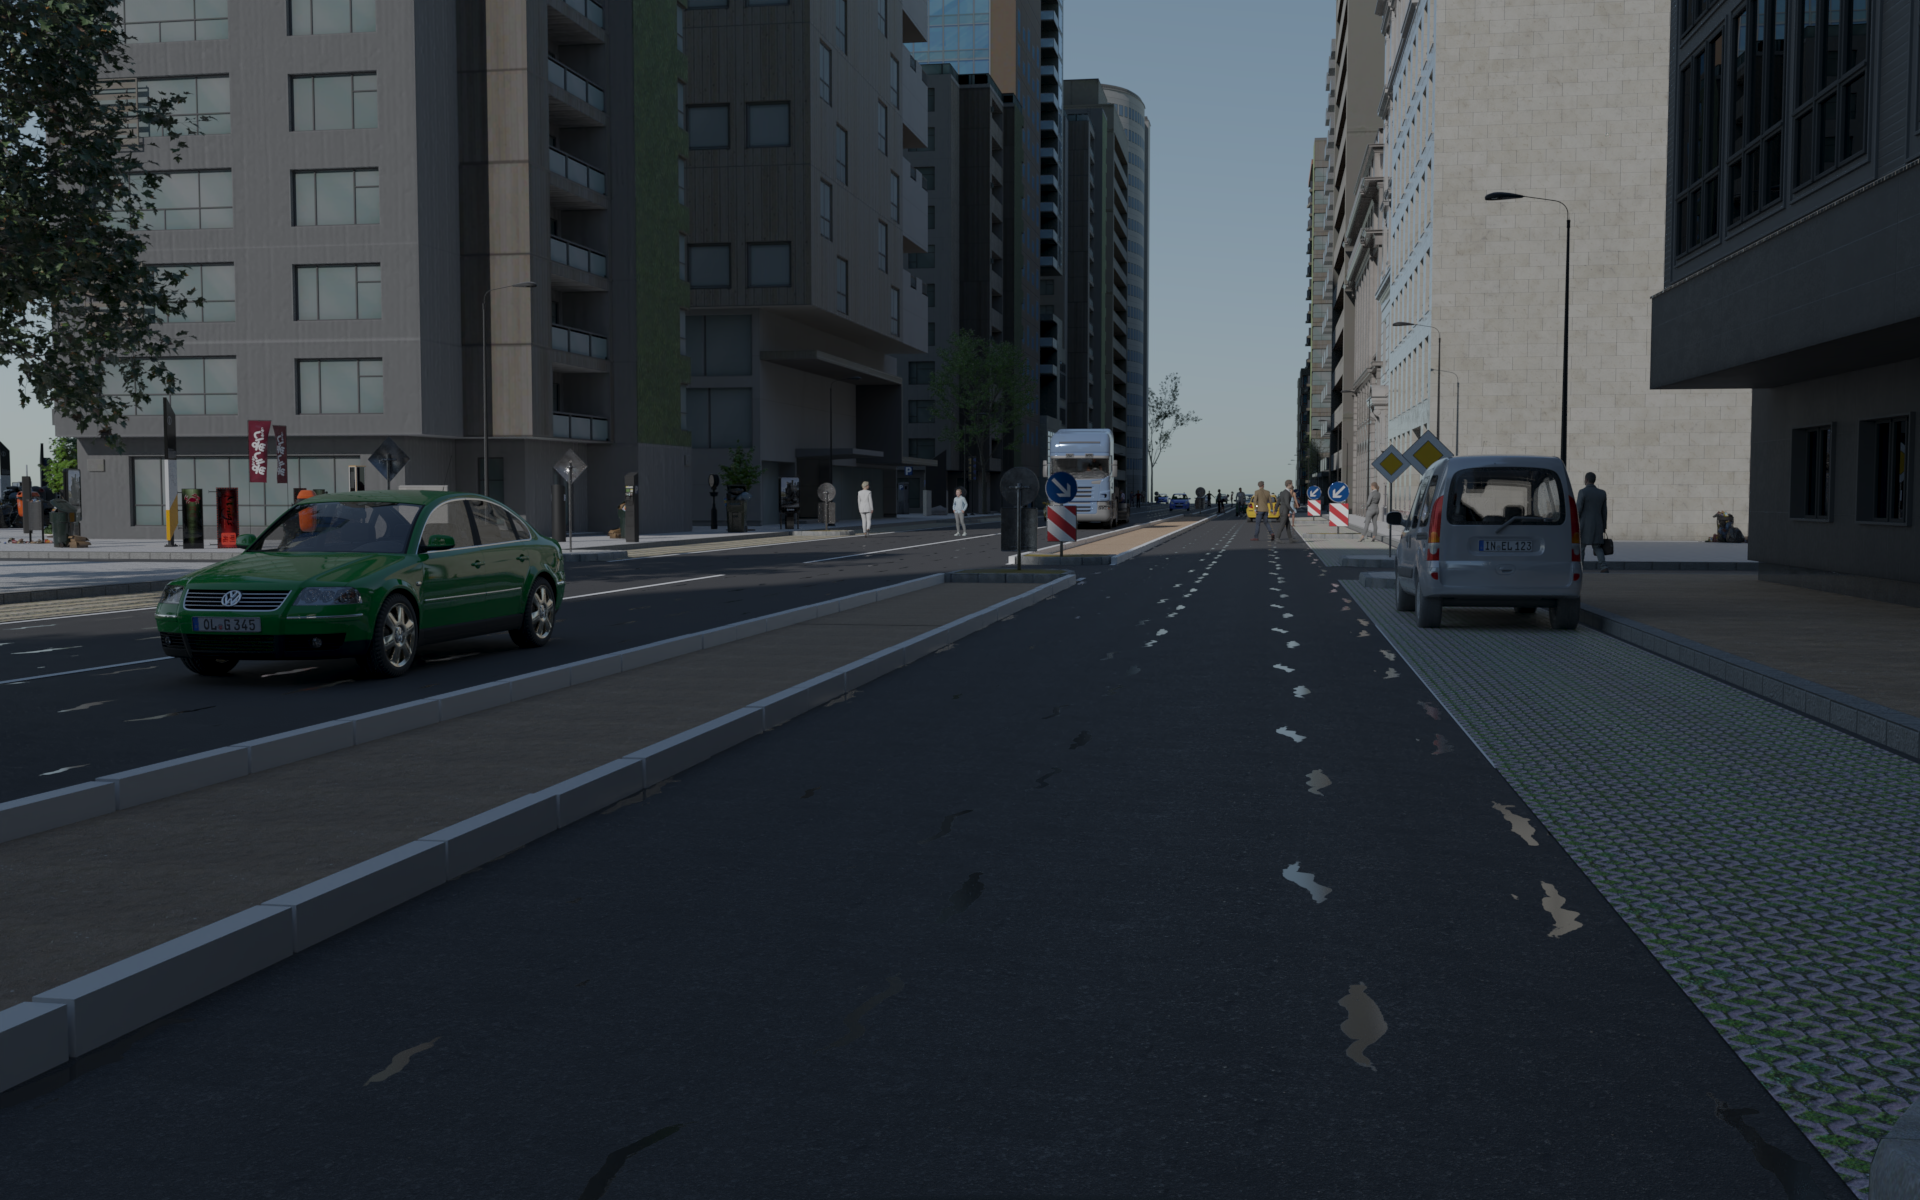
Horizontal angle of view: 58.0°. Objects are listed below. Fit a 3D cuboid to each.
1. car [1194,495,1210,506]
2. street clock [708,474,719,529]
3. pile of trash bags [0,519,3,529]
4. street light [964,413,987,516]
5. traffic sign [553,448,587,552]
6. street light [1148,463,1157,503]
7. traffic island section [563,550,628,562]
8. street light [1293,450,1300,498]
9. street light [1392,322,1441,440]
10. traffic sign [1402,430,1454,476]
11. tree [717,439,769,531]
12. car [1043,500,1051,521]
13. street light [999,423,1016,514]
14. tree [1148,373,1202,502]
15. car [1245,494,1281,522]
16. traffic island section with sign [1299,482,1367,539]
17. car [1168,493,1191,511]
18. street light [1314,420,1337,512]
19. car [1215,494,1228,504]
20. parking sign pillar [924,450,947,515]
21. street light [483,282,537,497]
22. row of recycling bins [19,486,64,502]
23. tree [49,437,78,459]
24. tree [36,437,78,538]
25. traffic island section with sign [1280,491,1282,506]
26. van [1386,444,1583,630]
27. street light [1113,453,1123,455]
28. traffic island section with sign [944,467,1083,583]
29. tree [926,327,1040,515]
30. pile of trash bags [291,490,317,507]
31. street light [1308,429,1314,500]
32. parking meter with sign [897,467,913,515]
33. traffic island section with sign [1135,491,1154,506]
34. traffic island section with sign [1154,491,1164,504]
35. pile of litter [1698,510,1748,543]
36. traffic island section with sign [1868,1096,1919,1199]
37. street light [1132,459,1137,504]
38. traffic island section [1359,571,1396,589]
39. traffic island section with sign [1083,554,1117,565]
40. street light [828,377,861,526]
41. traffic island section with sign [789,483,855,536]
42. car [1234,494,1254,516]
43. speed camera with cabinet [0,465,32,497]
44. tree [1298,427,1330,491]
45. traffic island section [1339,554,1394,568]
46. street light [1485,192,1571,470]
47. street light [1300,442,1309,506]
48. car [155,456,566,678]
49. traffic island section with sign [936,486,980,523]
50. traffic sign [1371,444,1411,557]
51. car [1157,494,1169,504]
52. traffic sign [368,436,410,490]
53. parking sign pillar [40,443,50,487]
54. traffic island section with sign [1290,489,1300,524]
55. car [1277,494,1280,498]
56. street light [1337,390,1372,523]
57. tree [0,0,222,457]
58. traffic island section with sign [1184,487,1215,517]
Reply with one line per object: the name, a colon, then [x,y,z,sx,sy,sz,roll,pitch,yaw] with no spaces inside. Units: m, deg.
car: [29.480,-12.098,210.168,2.083,1.381,4.827,1,4,11]
street clock: [-8.956,-3.577,63.051,0.358,2.002,0.471,-2,4,-33]
pile of trash bags: [-35.571,-3.368,64.821,3.447,1.369,1.912,3,5,40]
street light: [0.832,-7.760,99.411,1.470,5.913,1.316,1,4,10]
traffic sign: [-8.568,-2.106,38.073,0.795,2.450,0.064,1,4,10]
street light: [28.532,-17.393,256.922,1.470,5.913,1.316,1,4,10]
traffic island section: [-8.592,-0.970,38.139,2.009,0.180,2.903,1,4,10]
street light: [36.489,-12.942,184.137,1.470,5.913,1.316,1,4,10]
street light: [12.340,-4.537,46.727,1.470,5.913,1.316,1,4,10]
traffic sign: [7.321,-1.438,27.153,0.795,2.450,0.064,1,4,10]
tree: [-7.760,-4.040,60.658,1.663,3.219,1.824,0,3,0]
car: [5.463,-5.013,92.182,2.015,1.641,3.980,1,4,9]
street light: [3.282,-8.631,113.650,1.470,5.913,1.316,1,4,10]
tree: [31.184,-25.246,268.662,12.611,20.169,13.585,0,3,0]
car: [15.653,-4.818,88.990,2.015,1.641,3.980,1,4,12]
traffic island section with sign: [12.084,-2.892,55.916,1.989,1.847,2.006,1,4,10]
car: [18.850,-8.501,148.580,1.945,1.707,3.694,1,4,8]
street light: [23.020,-8.286,108.024,1.470,5.913,1.316,1,4,10]
car: [39.239,-15.350,259.762,1.959,1.807,4.718,1,4,9]
parking sign pillar: [-1.492,-7.081,104.254,1.447,3.967,1.447,-1,4,-15]
street light: [-9.933,-4.012,38.129,1.470,5.913,1.316,1,4,10]
row of recycling bins: [-52.963,-5.701,100.317,1.069,1.692,3.534,0,4,5]
tree: [-36.649,-5.486,73.417,4.285,4.588,4.351,0,3,0]
tree: [-26.398,-3.452,51.044,1.663,3.219,1.824,0,3,0]
traffic island section with sign: [25.745,-7.631,133.397,1.989,1.847,2.006,1,4,10]
van: [5.917,-0.775,19.678,2.013,2.044,4.112,1,4,10]
street light: [17.723,-13.646,195.648,1.470,5.913,1.316,1,4,10]
traffic island section with sign: [0.887,-1.252,28.604,2.006,1.907,1.989,1,4,10]
tree: [1.412,-11.197,108.822,9.928,11.665,9.643,0,3,0]
pile of trash bags: [-35.417,-4.973,91.062,1.912,1.369,3.447,1,4,12]
street light: [25.673,-9.194,122.864,1.470,5.913,1.316,1,4,10]
parking meter with sign: [-3.591,-6.909,109.229,0.543,3.016,1.738,2,4,24]
traffic island section with sign: [23.041,-12.779,217.558,1.989,1.847,2.006,1,4,10]
traffic island section with sign: [27.798,-14.428,244.529,1.989,1.847,2.006,1,4,10]
pile of litter: [20.386,-1.949,45.838,1.176,0.858,1.719,-1,4,-11]
traffic island section with sign: [2.713,0.356,2.802,1.989,1.847,2.006,1,4,10]
street light: [23.174,-15.519,226.277,1.470,5.913,1.316,1,4,10]
traffic island section: [7.346,-0.302,27.226,2.009,0.180,2.903,1,4,10]
traffic island section with sign: [2.183,-1.698,35.897,2.006,1.907,1.989,1,4,10]
street light: [-4.593,-5.886,68.778,1.470,5.913,1.316,1,4,10]
traffic island section with sign: [-4.714,-3.147,60.086,1.989,1.847,2.006,1,4,10]
car: [18.928,-6.194,113.069,2.131,1.459,4.920,1,4,10]
speed camera with cabinet: [-63.613,-7.495,116.879,2.038,3.252,0.660,1,4,20]
tree: [39.347,-14.773,191.908,4.360,8.622,3.978,0,3,0]
traffic island section: [8.732,-0.783,35.091,2.009,0.180,2.903,1,4,10]
street light: [8.764,-3.313,26.706,1.470,5.913,1.316,1,4,10]
street light: [31.121,-11.067,153.493,1.470,5.913,1.316,1,4,10]
car: [-4.999,-0.380,15.006,1.959,1.807,4.718,1,4,10]
traffic island section with sign: [-0.030,-4.771,86.632,1.989,1.847,2.006,1,4,10]
traffic sign: [8.707,-1.919,35.018,0.795,2.450,0.064,1,4,10]
car: [29.666,-14.947,253.967,1.945,1.707,3.694,1,4,12]
traffic sign: [-9.954,-1.625,30.208,0.795,2.450,0.064,1,4,10]
parking sign pillar: [-48.728,-6.348,92.258,1.447,3.967,1.447,-2,4,-31]
traffic island section with sign: [16.970,-4.588,83.647,1.989,1.847,2.006,1,4,10]
car: [46.308,-14.671,248.674,1.959,1.807,4.718,1,4,10]
street light: [17.699,-6.412,77.372,1.470,5.913,1.316,1,4,10]
tree: [-14.132,-6.391,21.493,9.611,12.733,9.660,0,3,0]
traffic island section with sign: [15.220,-6.224,109.901,2.006,1.907,1.989,1,4,10]
